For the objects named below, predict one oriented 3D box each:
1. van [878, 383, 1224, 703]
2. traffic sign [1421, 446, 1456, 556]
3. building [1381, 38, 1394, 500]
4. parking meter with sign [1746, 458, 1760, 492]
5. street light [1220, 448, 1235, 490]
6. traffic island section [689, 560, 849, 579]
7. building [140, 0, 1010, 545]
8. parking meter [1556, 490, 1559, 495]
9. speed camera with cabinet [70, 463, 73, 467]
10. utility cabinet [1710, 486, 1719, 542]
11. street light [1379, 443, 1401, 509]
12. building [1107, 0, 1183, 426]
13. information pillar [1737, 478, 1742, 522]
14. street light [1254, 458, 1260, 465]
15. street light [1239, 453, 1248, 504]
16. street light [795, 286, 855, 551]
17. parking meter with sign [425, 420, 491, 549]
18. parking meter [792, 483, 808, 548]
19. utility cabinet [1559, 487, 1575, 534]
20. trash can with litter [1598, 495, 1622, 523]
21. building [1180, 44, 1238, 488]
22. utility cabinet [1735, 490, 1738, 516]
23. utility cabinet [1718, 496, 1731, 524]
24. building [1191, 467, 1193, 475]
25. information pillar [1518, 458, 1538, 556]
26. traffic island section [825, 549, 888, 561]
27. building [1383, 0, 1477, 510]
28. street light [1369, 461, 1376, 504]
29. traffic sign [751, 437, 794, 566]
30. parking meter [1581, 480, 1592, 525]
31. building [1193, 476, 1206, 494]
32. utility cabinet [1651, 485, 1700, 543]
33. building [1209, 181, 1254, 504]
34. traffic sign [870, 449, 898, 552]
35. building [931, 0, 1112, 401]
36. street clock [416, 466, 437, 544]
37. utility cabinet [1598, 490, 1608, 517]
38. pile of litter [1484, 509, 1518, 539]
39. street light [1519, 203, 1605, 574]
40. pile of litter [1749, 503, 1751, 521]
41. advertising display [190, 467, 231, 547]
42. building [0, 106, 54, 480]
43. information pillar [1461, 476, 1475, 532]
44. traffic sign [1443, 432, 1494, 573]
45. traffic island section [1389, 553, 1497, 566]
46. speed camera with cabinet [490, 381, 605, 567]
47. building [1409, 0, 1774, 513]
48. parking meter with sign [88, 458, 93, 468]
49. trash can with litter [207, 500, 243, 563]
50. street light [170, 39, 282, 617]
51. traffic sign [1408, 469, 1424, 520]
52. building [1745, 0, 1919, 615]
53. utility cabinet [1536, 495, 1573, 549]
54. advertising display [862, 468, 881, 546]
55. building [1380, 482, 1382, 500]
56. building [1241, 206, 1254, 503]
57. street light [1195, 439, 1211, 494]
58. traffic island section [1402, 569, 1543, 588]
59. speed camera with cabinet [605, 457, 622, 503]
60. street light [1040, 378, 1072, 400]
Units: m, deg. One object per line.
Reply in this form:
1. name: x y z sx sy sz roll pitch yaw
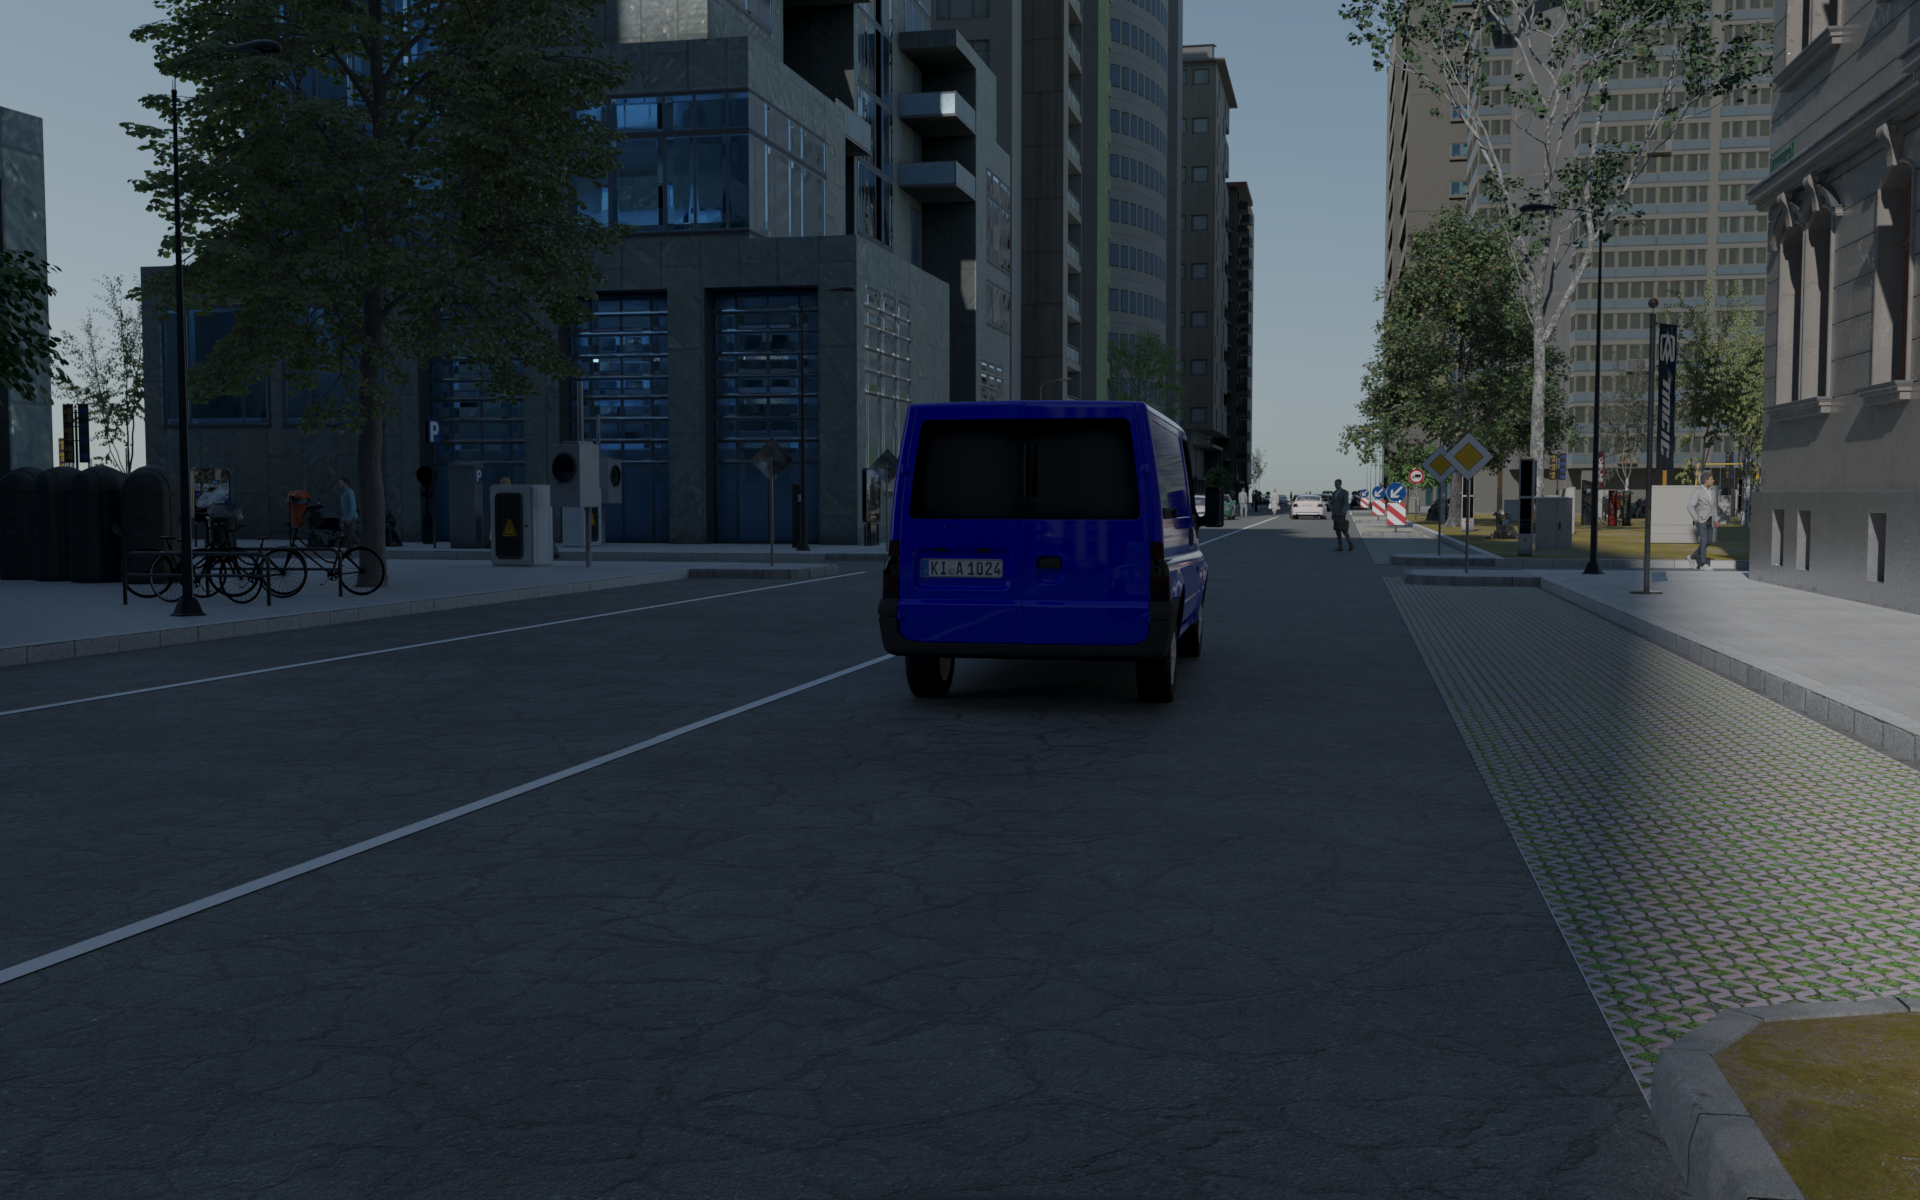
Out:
1. van: 0.888 -0.569 13.690 2.240 2.365 5.245 1 4 11
2. traffic sign: 9.948 -1.973 35.903 0.795 2.450 0.064 1 4 12
3. building: 65.631 -41.694 223.694 21.231 58.520 28.212 1 4 12
4. parking meter with sign: 39.207 -5.415 84.800 1.738 3.016 0.543 -2 4 -26
5. street light: 26.923 -12.402 175.310 1.470 5.913 1.316 1 4 12
6. traffic island section: -3.354 -0.516 30.722 2.009 0.180 2.903 1 4 12
7. building: -10.152 -45.602 58.265 22.319 86.520 31.000 1 4 12
8. parking meter: 34.204 -5.533 98.877 0.372 1.533 0.369 0 3 0
9. speed camera with cabinet: -32.147 -4.268 64.115 2.038 3.252 0.660 -3 5 -39
10. utility cabinet: 19.343 -2.247 45.409 1.173 1.500 0.318 -2 4 -28
11. street light: 30.363 -9.117 121.600 1.470 5.913 1.316 1 4 12
12. building: 4.551 -35.807 127.448 21.231 58.520 28.212 1 4 12
13. information pillar: 36.168 -4.631 80.205 0.304 2.012 0.304 2 4 25
14. street light: 37.832 -15.440 224.987 1.470 5.913 1.316 1 4 12
15. street light: 31.259 -13.580 194.571 1.470 5.913 1.316 1 4 12
16. street light: -3.025 -4.061 38.941 1.470 5.913 1.316 1 4 12
17. parking meter with sign: -11.604 -2.717 40.682 1.738 3.016 0.543 1 4 12
18. parking meter: -3.814 -2.007 41.230 0.372 1.533 0.369 0 3 0
19. utility cabinet: 19.427 -2.865 55.519 0.318 1.500 1.173 1 4 9
20. trash can with litter: 29.424 -4.119 78.404 1.678 1.210 2.233 0 4 -5
21. building: 18.392 -38.015 210.778 28.713 52.752 27.495 1 4 12
22. utility cabinet: 44.387 -5.454 97.857 1.173 1.500 0.318 -1 4 -17
23. utility cabinet: 32.512 -3.864 74.342 1.020 1.237 0.306 2 4 31
24. building: 9.841 -43.584 150.848 20.563 71.187 20.611 1 4 12
25. information pillar: 11.773 -1.923 35.929 0.304 2.012 0.304 2 4 31
26. traffic island section: -1.641 -0.993 38.521 2.009 0.180 2.903 1 4 12
27. building: 52.796 -33.331 168.658 21.300 48.544 21.600 1 4 12
28. street light: 36.922 -10.970 151.899 1.470 5.913 1.316 1 4 12
29. traffic sign: -3.330 -1.652 30.655 0.795 2.450 0.064 1 4 12
30. parking meter: 25.750 -4.001 71.128 0.399 1.863 0.255 -1 4 -15
31. building: 8.386 -29.542 174.900 32.217 40.220 23.993 1 4 12
32. utility cabinet: 18.475 -2.209 44.794 1.173 1.500 0.318 1 4 18
33. building: 28.662 -35.704 238.384 22.147 44.769 28.867 1 4 12
34. traffic sign: -1.617 -2.129 38.454 0.795 2.450 0.064 1 4 12
35. building: -0.150 -24.775 88.669 14.154 41.232 14.086 1 4 12
36. street clock: -13.604 -2.426 44.230 0.471 2.002 0.358 1 4 17
37. utility cabinet: 35.016 -5.219 94.002 1.173 1.500 0.318 -1 4 -20
38. pile of litter: 15.816 -2.197 49.883 1.176 0.858 1.719 0 4 -4
39. street light: 9.639 -3.377 27.748 1.470 5.913 1.316 1 4 12
40. pile of litter: 37.441 -4.124 81.393 1.719 0.858 1.176 -2 4 -24
41. advertising display: -18.261 -2.265 42.239 0.123 1.923 0.974 2 4 35
42. building: -33.222 -43.255 19.892 31.000 86.520 22.319 1 4 12
43. information pillar: 17.372 -3.348 59.237 0.304 2.012 0.304 -3 5 -40
44. traffic sign: 8.235 -1.496 28.103 0.795 2.450 0.064 1 4 12
45. traffic island section: 9.973 -0.838 35.975 2.009 0.180 2.903 1 4 12
46. speed camera with cabinet: -7.358 -2.218 30.606 2.038 3.252 0.660 2 4 27
47. building: 48.934 -26.334 122.448 32.217 40.220 23.993 1 4 12
48. parking meter with sign: -41.610 -5.410 84.720 1.738 3.016 0.543 -1 4 -14
49. trash can with litter: -13.779 -1.291 32.497 0.624 1.170 1.055 -1 4 -22
50. street light: -7.617 -2.779 17.978 1.470 5.913 1.316 1 4 12
51. traffic sign: 22.859 -5.302 86.797 0.768 2.556 0.104 1 4 15
52. building: 15.534 -13.796 12.961 14.401 28.519 23.554 1 4 12
53. utility cabinet: 13.689 -1.778 40.229 1.020 1.237 0.306 -1 4 -9
54. advertising display: -2.189 -2.300 42.821 0.123 1.923 0.974 1 4 18
55. building: 77.077 -34.039 248.420 32.217 40.220 23.993 1 4 12
56. building: 36.403 -37.221 258.677 14.600 45.320 14.200 1 4 12
57. street light: 20.271 -10.550 145.031 1.470 5.913 1.316 1 4 12
58. traffic island section: 8.260 -0.361 28.175 2.009 0.180 2.903 1 4 12
59. speed camera with cabinet: -9.016 -2.944 42.474 0.660 3.252 2.038 1 4 16
60. street light: 3.778 -5.927 69.449 1.470 5.913 1.316 1 4 12
